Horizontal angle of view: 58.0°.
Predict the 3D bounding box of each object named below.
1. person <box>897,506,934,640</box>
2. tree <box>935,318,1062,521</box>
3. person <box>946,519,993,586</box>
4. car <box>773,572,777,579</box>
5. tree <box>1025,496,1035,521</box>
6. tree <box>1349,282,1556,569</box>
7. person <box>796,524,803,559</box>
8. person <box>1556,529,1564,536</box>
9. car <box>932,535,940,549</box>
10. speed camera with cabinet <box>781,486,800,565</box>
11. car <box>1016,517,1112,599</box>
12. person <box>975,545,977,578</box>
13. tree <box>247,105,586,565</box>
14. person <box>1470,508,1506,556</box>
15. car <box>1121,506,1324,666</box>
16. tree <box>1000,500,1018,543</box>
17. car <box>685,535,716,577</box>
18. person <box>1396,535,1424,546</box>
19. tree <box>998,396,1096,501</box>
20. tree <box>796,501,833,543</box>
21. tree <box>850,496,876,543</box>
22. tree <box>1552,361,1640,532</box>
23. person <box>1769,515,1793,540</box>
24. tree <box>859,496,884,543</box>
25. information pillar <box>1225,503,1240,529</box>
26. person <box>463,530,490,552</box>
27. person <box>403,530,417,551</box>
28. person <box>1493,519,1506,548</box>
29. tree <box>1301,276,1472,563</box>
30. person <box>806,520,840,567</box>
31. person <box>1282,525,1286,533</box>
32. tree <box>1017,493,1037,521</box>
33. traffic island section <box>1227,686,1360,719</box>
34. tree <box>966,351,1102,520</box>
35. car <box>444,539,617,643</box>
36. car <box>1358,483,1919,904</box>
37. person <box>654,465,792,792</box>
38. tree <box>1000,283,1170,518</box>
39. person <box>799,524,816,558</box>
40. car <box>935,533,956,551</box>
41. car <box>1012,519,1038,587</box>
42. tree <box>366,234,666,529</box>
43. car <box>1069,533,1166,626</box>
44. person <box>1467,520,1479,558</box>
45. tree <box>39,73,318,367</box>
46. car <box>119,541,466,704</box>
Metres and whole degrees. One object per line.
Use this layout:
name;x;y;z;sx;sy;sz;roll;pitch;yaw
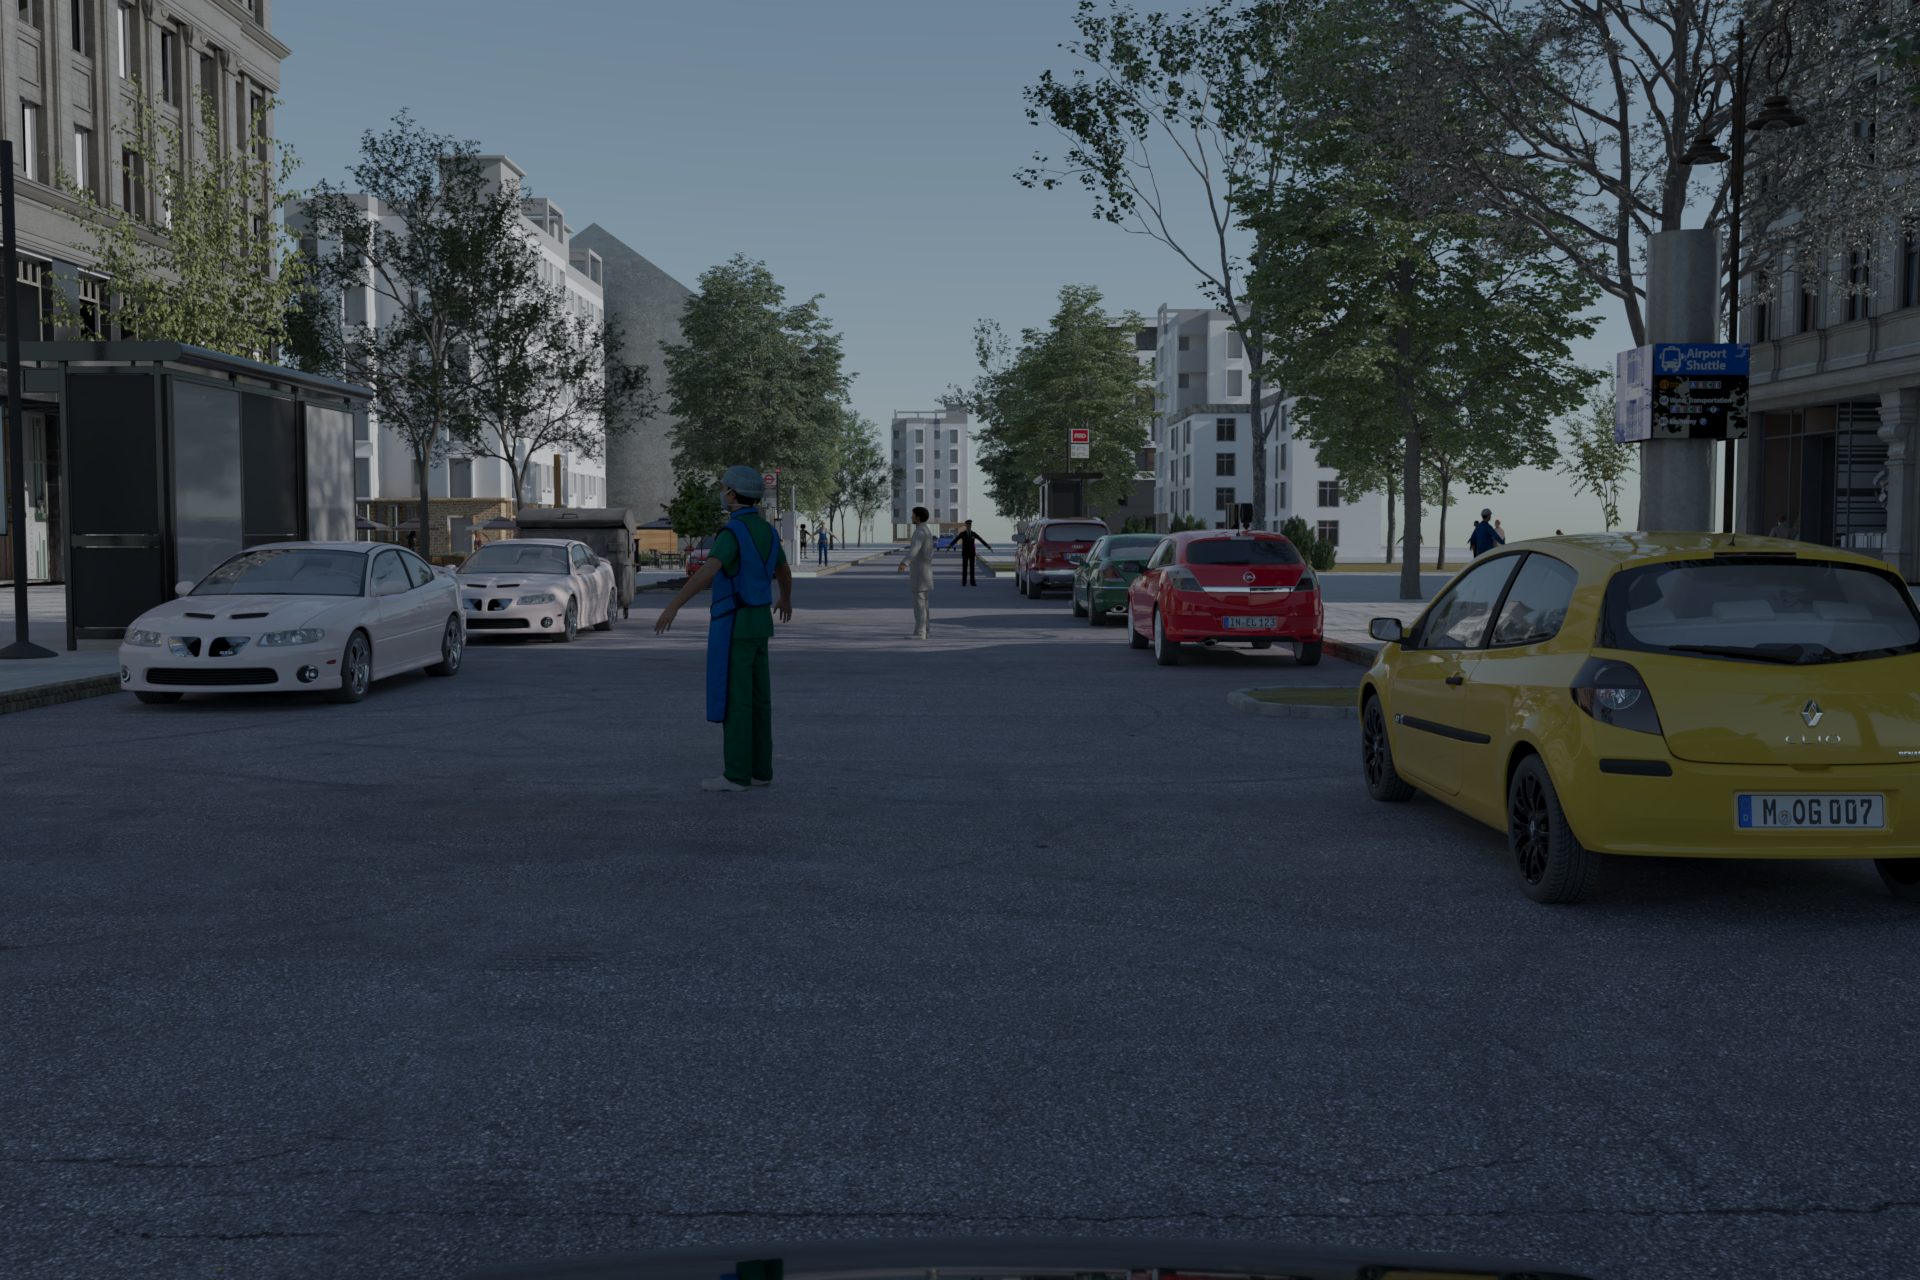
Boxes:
person;-0.569;-0.917;23.631;0.705;1.806;1.347;1;4;14
tree;4.119;-18.199;153.446;12.611;20.169;13.585;0;3;0
person;0.246;-2.401;47.656;1.347;1.837;0.705;-1;4;-12
car;-6.579;-2.704;53.809;1.945;1.707;3.694;0;3;0
tree;10.620;-18.693;255.988;4.360;8.622;3.978;0;3;0
tree;17.736;-7.826;62.367;7.601;10.594;8.767;0;4;-2
person;-8.296;-4.997;87.970;0.705;1.796;1.348;-1;4;-22
person;19.027;-2.776;54.661;0.421;1.427;0.697;-1;4;-15
car;-2.804;-9.298;164.600;1.945;1.354;3.894;0;3;0
speed camera with cabinet;-7.042;-4.743;71.891;0.660;3.252;2.038;0;4;1
car;2.461;-1.893;39.629;2.281;1.827;5.304;0;4;-1
person;0.487;-2.738;56.484;0.599;1.433;0.991;0;4;-3
tree;-12.306;-6.387;38.835;8.767;10.594;7.601;1;4;17
person;11.499;-1.954;37.820;0.705;1.842;1.347;-1;4;-19
car;3.023;-0.692;20.359;2.155;1.783;4.494;0;4;-1
tree;8.217;-18.383;250.921;4.360;8.622;3.978;0;3;0
car;-6.453;-2.380;47.956;2.155;1.783;4.494;0;4;0
person;14.443;-2.984;55.547;0.721;1.744;1.215;-2;4;-29
tree;5.429;-10.304;102.886;7.601;10.594;8.767;-3;4;-39
tree;-21.411;-19.561;254.237;7.601;10.594;8.767;0;4;5
tree;-13.255;-18.233;248.473;4.360;8.622;3.978;0;3;0
tree;27.189;-7.503;73.044;4.737;8.622;4.395;0;3;0
person;20.771;-2.283;43.896;0.617;1.759;0.750;1;4;19
tree;-12.697;-18.650;255.295;4.360;8.622;3.978;0;3;0
information pillar;6.447;-2.231;40.970;0.304;2.012;0.304;0;3;0
person;-21.301;-4.256;76.396;1.217;1.733;0.721;-2;4;-35
person;-24.475;-4.304;77.084;0.721;1.740;1.216;-3;5;-40
person;17.458;-3.051;56.473;0.990;1.755;0.434;-2;4;-35
tree;18.642;-9.675;76.311;7.486;12.596;7.792;0;3;0
person;-5.408;-3.827;68.432;1.347;1.847;0.705;0;4;-7
person;17.358;-5.247;91.913;0.705;1.813;1.348;-3;4;-38
tree;5.694;-11.755;142.556;4.737;8.622;4.395;0;3;0
traffic island section;3.273;0.518;14.397;1.991;0.108;1.994;0;4;-1
tree;5.492;-12.893;117.455;9.857;13.997;8.962;0;3;0
car;-6.055;-0.733;24.348;2.083;1.381;4.827;0;4;-1
car;3.058;0.128;8.138;2.015;1.641;3.980;0;3;0
person;-1.250;-0.072;9.759;0.704;1.817;1.347;2;4;24
tree;5.676;-9.857;79.294;7.486;12.596;7.792;0;3;0
person;-8.261;-5.210;91.323;1.345;1.843;0.704;1;4;10
car;-1.167;-8.604;150.265;1.945;1.707;3.694;0;4;-1
car;2.520;-2.261;45.643;2.281;1.827;5.304;0;3;0
tree;-12.953;-7.141;51.173;8.767;10.594;7.601;-2;4;-24
car;2.901;-1.022;28.506;2.131;1.459;4.920;0;4;-1
person;19.694;-3.665;66.142;0.704;1.802;1.346;3;4;36
tree;-12.108;-4.727;27.656;4.737;8.622;4.395;0;3;0
car;-6.021;-0.232;16.156;2.083;1.381;4.827;0;4;0
